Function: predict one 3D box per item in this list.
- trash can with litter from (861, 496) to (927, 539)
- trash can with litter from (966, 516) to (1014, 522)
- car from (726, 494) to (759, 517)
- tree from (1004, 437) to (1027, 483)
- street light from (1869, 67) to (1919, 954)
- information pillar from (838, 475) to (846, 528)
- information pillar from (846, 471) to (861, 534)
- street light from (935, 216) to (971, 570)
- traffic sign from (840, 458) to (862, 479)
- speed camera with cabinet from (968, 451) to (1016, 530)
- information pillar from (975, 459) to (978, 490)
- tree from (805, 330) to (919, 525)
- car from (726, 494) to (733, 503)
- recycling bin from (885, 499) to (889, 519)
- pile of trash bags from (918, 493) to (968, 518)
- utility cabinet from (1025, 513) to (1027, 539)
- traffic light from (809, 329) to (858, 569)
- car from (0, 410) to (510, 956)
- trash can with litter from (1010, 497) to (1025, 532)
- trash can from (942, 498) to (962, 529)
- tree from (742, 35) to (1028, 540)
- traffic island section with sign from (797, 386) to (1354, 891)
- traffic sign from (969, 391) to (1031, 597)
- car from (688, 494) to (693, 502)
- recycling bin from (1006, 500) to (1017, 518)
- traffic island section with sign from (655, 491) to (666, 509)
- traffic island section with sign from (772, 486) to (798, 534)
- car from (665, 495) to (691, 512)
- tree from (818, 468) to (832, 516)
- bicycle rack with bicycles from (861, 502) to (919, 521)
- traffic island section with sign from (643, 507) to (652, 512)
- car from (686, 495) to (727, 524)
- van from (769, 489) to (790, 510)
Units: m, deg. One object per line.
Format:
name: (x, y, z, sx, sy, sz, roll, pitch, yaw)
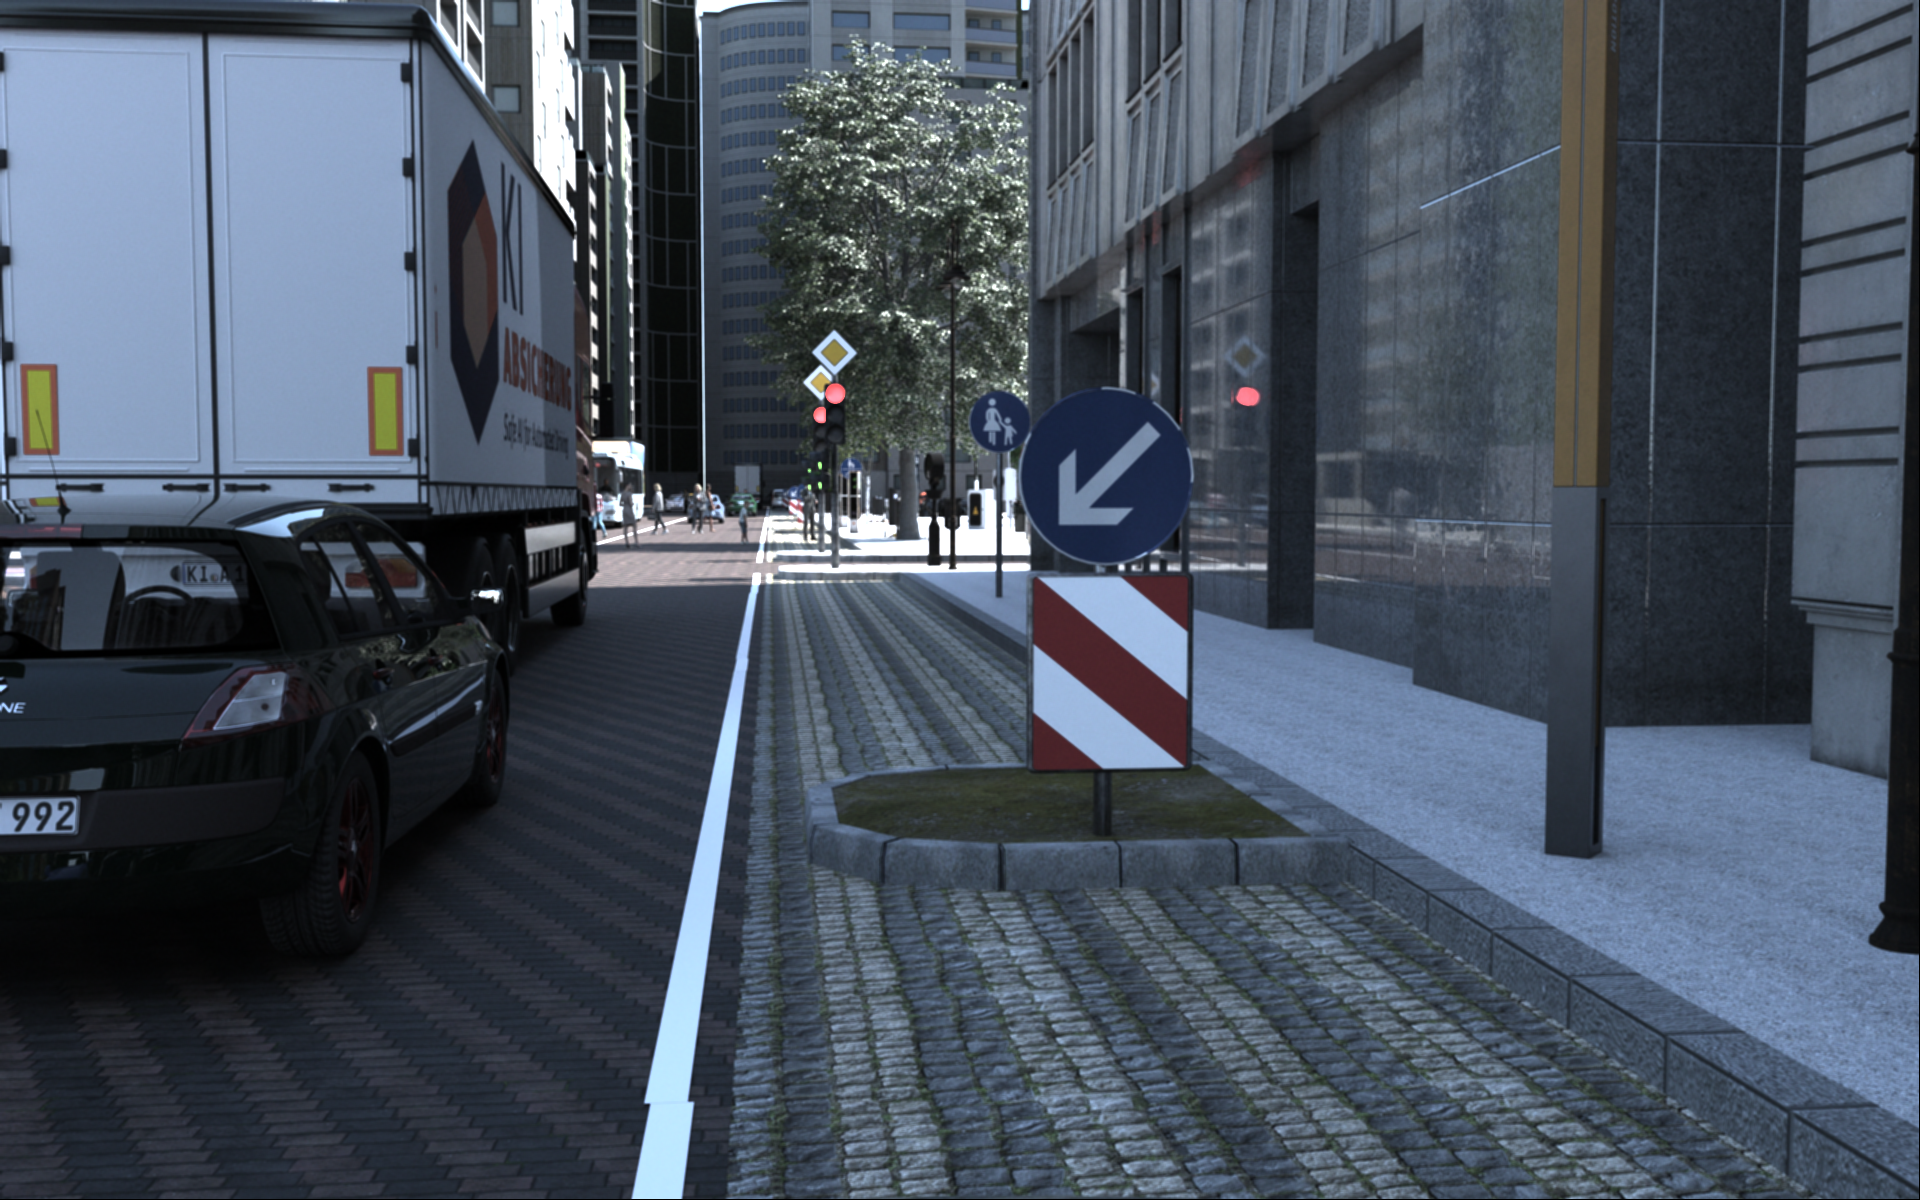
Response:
trash can with litter: (-1.690, -2.424, 50.694, 1.678, 1.210, 2.233, -2, 4, -25)
trash can with litter: (1.087, -4.218, 80.017, 1.678, 1.210, 2.233, 3, 5, 41)
car: (-13.852, -6.023, 110.269, 2.131, 1.459, 4.920, 0, 4, -6)
tree: (3.530, -5.366, 71.443, 4.285, 4.588, 4.351, 0, 3, 0)
street light: (2.680, -1.954, 4.734, 0.468, 5.910, 1.993, 0, 4, -6)
information pillar: (-4.421, -3.733, 65.523, 0.304, 2.012, 0.304, -2, 4, -28)
information pillar: (-3.409, -3.161, 56.180, 0.304, 2.012, 0.304, 1, 4, 13)
street light: (-0.123, -3.448, 29.166, 0.468, 5.910, 1.993, 0, 4, -6)
traffic sign: (-3.802, -3.700, 60.597, 0.768, 2.556, 0.104, 0, 3, 0)
speed camera with cabinet: (1.139, -4.176, 62.606, 0.660, 3.252, 2.038, -3, 5, -41)
information pillar: (1.009, -7.058, 106.757, 0.183, 3.616, 0.504, 1, 4, 18)
tree: (-3.777, -7.429, 71.829, 4.737, 8.622, 4.395, 0, 3, 0)
car: (-22.267, -9.918, 172.388, 2.015, 1.641, 3.980, 0, 4, -7)
recycling bin: (-3.416, -4.751, 90.232, 0.722, 1.027, 0.722, 3, 5, 43)
pile of trash bags: (-0.726, -5.502, 99.714, 3.447, 1.369, 1.912, -1, 4, -21)
utility cabinet: (2.368, -2.444, 48.638, 1.173, 1.500, 0.318, -3, 4, -38)
traffic light: (-2.163, -2.493, 29.687, 0.839, 4.253, 0.868, 0, 4, -6)
car: (-2.859, 0.190, 6.687, 2.009, 1.686, 4.222, 0, 4, -6)
trash can with litter: (2.248, -2.834, 57.730, 1.055, 1.170, 0.624, -1, 4, -18)
trash can: (-0.280, -3.145, 63.077, 0.748, 1.137, 0.748, 0, 3, 0)
tree: (-1.490, -8.646, 48.020, 9.857, 13.997, 8.962, 0, 3, 0)
traffic island section with sign: (0.357, 0.089, 7.178, 1.989, 1.847, 2.006, 0, 4, -6)
traffic sign: (0.486, -1.305, 21.447, 0.768, 2.556, 0.104, 0, 4, -5)
car: (-28.109, -10.500, 181.901, 2.015, 1.641, 3.980, 0, 4, -4)
recycling bin: (2.868, -5.017, 94.580, 0.722, 1.027, 0.722, 0, 4, -2)
traffic island section with sign: (-28.758, -9.597, 165.534, 1.989, 1.847, 2.006, 0, 4, -6)
traffic island section with sign: (-5.695, -3.296, 62.514, 1.989, 1.847, 2.006, 0, 4, -6)
car: (-22.679, -7.772, 139.440, 2.083, 1.381, 4.827, 0, 4, -6)
tree: (-7.837, -6.510, 101.036, 1.663, 3.219, 1.824, 0, 3, 0)
bicycle rack with bicycles: (-3.451, -4.265, 83.108, 2.852, 0.926, 2.925, -2, 4, -35)
traffic island section with sign: (-25.778, -7.928, 138.251, 1.989, 1.847, 2.006, 0, 4, -6)
car: (-12.535, -4.499, 85.556, 2.014, 1.417, 4.499, 0, 4, -7)
van: (-16.377, -9.228, 157.886, 2.013, 2.044, 4.112, 0, 4, -6)
